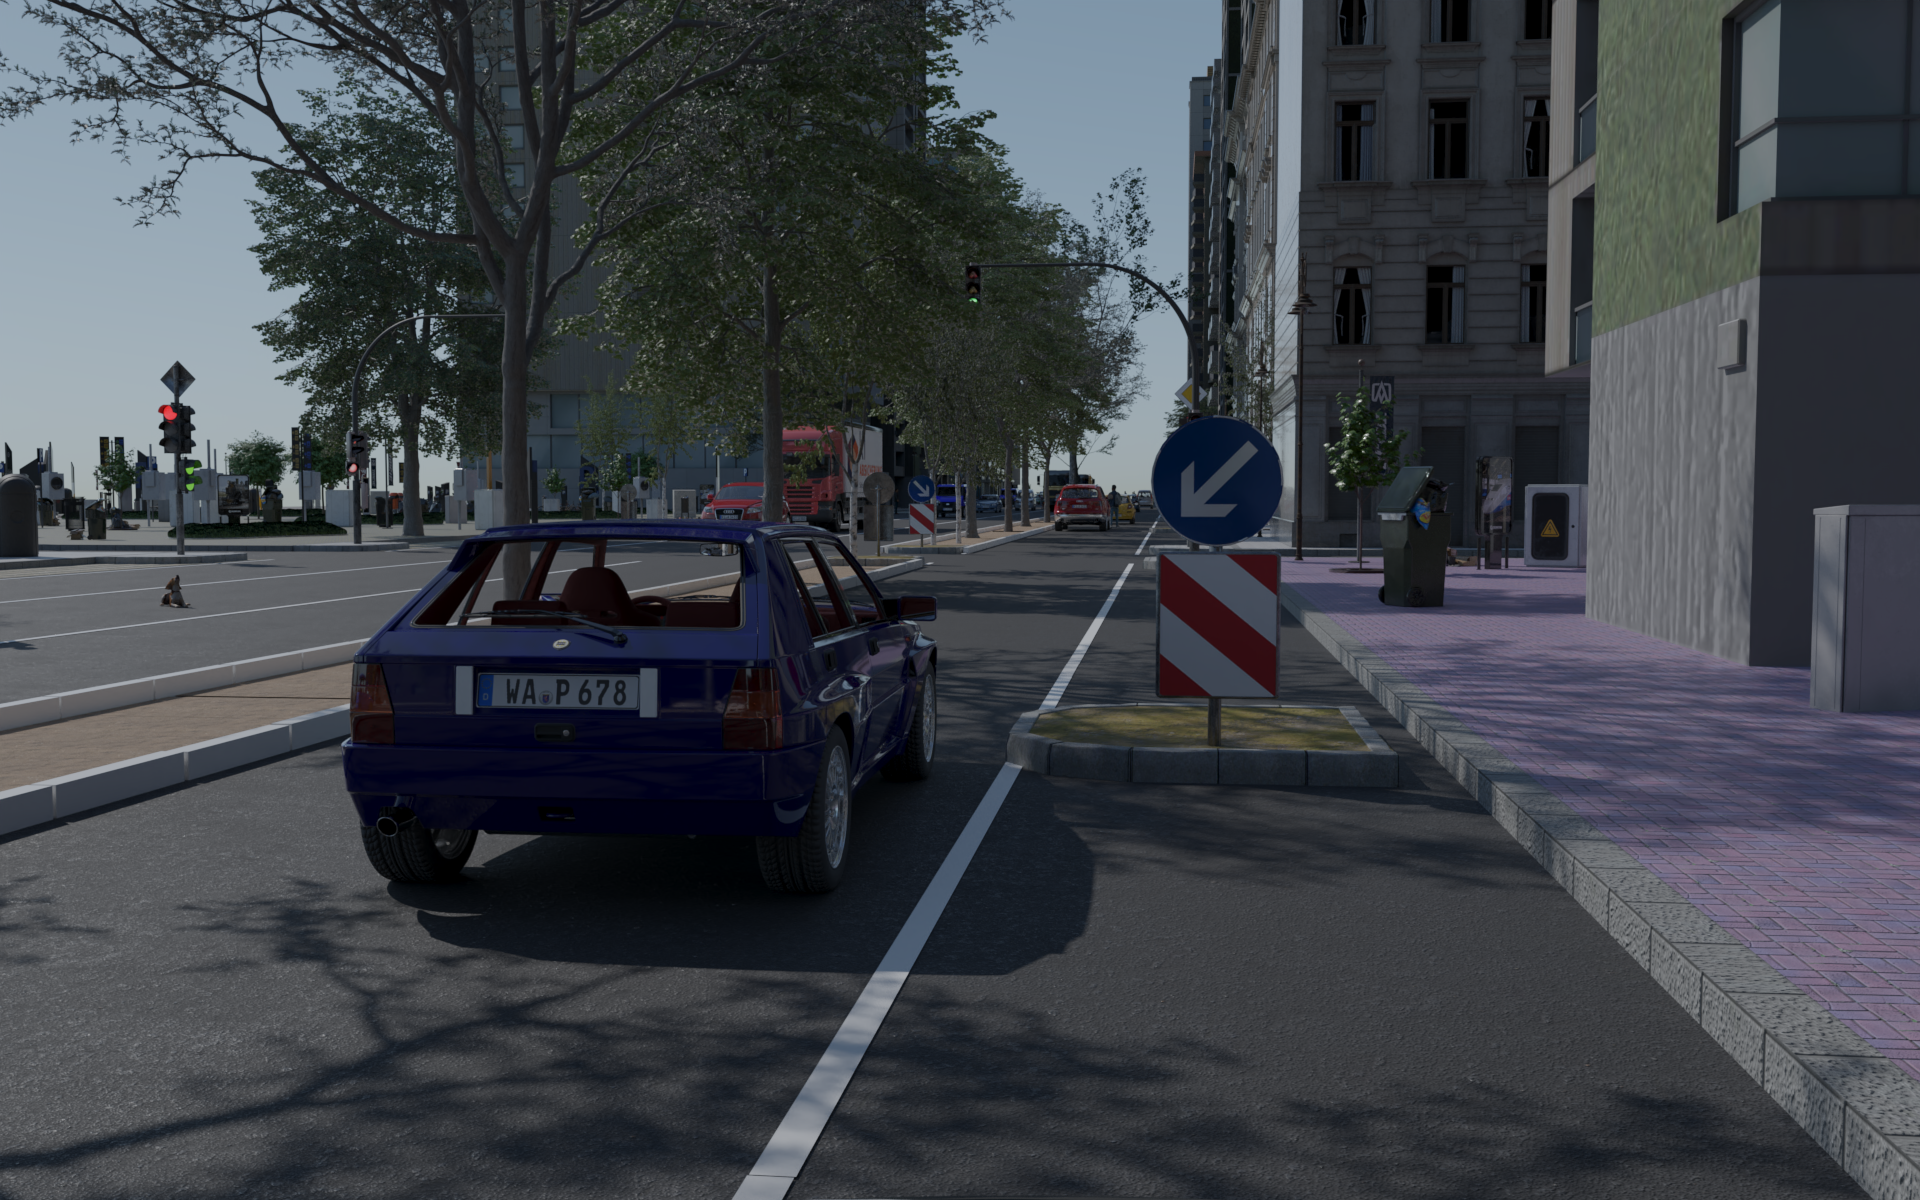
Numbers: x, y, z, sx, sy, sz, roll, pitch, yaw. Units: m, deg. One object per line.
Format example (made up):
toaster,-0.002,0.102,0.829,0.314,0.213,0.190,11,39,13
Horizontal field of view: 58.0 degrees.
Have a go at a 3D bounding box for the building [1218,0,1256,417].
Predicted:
building,30.672,-43.416,148.102,20.563,71.187,20.611,0,4,7

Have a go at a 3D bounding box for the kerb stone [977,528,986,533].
kerb stone,0.754,-2.556,63.981,0.120,0.150,1.000,0,4,7

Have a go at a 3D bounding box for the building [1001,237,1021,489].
building,1.750,-37.548,264.027,14.600,45.320,14.200,0,4,7

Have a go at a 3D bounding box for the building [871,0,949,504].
building,-11.855,-44.792,170.594,20.563,71.187,20.611,0,4,7

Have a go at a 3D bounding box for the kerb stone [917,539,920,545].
kerb stone,-1.248,-1.560,47.704,0.120,0.150,1.000,0,4,7

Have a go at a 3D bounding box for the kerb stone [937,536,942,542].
kerb stone,-0.743,-1.808,51.762,0.120,0.150,1.000,0,4,7

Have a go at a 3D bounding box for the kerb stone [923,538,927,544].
kerb stone,-1.119,-1.621,48.718,0.120,0.150,1.000,0,4,7

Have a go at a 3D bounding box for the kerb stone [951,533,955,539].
kerb stone,-0.367,-1.996,54.824,0.120,0.150,1.000,0,4,7

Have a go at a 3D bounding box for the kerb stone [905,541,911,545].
kerb stone,-1.492,-1.436,45.674,0.120,0.150,1.000,0,4,7

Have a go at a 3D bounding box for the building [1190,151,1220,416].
building,40.015,-34.360,216.413,22.147,44.769,28.867,0,4,7

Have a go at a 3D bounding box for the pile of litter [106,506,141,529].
pile of litter,-31.077,-3.080,64.321,1.176,0.858,1.719,-2,4,-25

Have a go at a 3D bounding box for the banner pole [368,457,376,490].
banner pole,-35.608,-7.025,104.871,0.401,3.779,0.863,2,4,26

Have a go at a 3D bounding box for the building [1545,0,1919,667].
building,13.674,-20.427,17.575,14.154,41.232,14.086,0,4,7

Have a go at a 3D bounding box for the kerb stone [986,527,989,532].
kerb stone,0.888,-2.617,65.010,0.120,0.150,1.000,0,4,7

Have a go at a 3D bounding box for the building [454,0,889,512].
building,-20.953,-33.307,133.810,28.713,52.752,27.495,0,4,7

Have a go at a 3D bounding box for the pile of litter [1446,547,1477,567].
pile of litter,8.811,-1.063,31.350,1.176,0.858,1.719,1,4,19

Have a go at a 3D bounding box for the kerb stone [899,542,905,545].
kerb stone,-1.621,-1.373,44.661,0.120,0.150,1.000,0,4,7

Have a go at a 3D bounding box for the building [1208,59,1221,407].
building,36.361,-33.896,173.807,23.786,49.044,30.456,0,4,7

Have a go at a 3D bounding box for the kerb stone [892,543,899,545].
kerb stone,-1.741,-1.312,43.646,0.120,0.150,1.000,0,4,7

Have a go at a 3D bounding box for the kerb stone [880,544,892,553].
kerb stone,-1.870,-1.248,42.632,0.120,0.150,1.000,0,4,7

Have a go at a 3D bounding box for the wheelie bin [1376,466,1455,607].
wheelie bin,5.225,-0.734,19.901,0.693,1.594,0.980,-1,4,-18

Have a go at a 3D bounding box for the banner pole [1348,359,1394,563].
banner pole,7.681,-2.583,32.255,0.863,3.779,0.401,0,4,-4

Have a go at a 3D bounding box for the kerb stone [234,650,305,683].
kerb stone,-5.445,0.530,13.526,0.120,0.150,1.000,0,4,7

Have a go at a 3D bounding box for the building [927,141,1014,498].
building,-5.018,-38.052,241.759,23.786,49.044,30.456,0,4,7

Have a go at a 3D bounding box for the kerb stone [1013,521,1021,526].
kerb stone,2.627,-3.488,79.226,0.120,0.150,1.000,0,4,7

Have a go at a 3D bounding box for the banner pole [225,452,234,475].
banner pole,-43.932,-6.989,104.294,0.863,3.779,0.401,0,4,-7

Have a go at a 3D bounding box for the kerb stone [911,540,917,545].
kerb stone,-1.372,-1.498,46.689,0.120,0.150,1.000,0,4,7

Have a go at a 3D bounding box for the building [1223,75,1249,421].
building,23.021,-19.334,103.499,14.401,28.519,23.554,0,4,7

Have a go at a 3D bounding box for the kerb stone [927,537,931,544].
kerb stone,-0.994,-1.679,49.732,0.120,0.150,1.000,0,4,7

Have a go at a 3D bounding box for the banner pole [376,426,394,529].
banner pole,-21.197,-4.543,64.294,0.401,3.779,0.863,0,4,5

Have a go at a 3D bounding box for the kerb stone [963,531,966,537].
kerb stone,0.005,-2.179,57.873,0.120,0.150,1.000,0,4,7

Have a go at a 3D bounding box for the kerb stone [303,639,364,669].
kerb stone,-5.319,0.468,14.540,0.120,0.150,1.000,0,4,7

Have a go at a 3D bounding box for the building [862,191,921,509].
building,-11.417,-23.397,154.241,14.160,30.474,14.107,0,4,7

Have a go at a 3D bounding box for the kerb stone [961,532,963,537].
kerb stone,-0.113,-2.117,56.858,0.120,0.150,1.000,0,4,7

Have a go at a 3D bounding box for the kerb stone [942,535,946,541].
kerb stone,-0.622,-1.868,52.788,0.120,0.150,1.000,0,4,7

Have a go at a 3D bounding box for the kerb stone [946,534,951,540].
kerb stone,-0.488,-1.924,53.809,0.120,0.150,1.000,0,4,7

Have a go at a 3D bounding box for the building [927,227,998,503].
building,-11.730,-32.024,215.473,32.217,40.220,23.993,0,4,7

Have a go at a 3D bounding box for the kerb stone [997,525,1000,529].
kerb stone,1.385,-2.866,69.069,0.120,0.150,1.000,0,4,7

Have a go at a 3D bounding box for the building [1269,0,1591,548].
building,17.368,-11.942,44.395,18.267,20.994,9.793,0,4,7

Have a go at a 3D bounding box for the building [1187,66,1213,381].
building,42.730,-42.970,244.563,21.231,58.520,28.212,0,4,7

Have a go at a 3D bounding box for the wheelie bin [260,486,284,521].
wheelie bin,-27.597,-3.771,69.568,0.693,1.594,0.980,1,4,16

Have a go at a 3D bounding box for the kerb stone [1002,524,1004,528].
kerb stone,1.634,-2.990,71.101,0.120,0.150,1.000,0,4,7

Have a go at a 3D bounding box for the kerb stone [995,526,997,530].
kerb stone,1.252,-2.805,68.056,0.120,0.150,1.000,0,4,7

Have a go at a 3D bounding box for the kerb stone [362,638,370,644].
kerb stone,-5.188,0.406,15.555,0.120,0.150,1.000,0,4,7

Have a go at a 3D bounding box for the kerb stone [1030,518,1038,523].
kerb stone,3.750,-4.047,88.371,0.120,0.150,1.000,0,4,7

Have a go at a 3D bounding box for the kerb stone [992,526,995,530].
kerb stone,1.134,-2.743,67.040,0.120,0.150,1.000,0,4,7

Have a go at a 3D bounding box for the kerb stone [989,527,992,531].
kerb stone,1.010,-2.676,66.025,0.120,0.150,1.000,0,4,7

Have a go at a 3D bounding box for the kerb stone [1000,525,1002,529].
kerb stone,1.502,-2.927,70.086,0.120,0.150,1.000,0,4,7

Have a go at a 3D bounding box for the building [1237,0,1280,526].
building,19.411,-17.263,79.512,12.463,27.353,25.104,0,4,7
